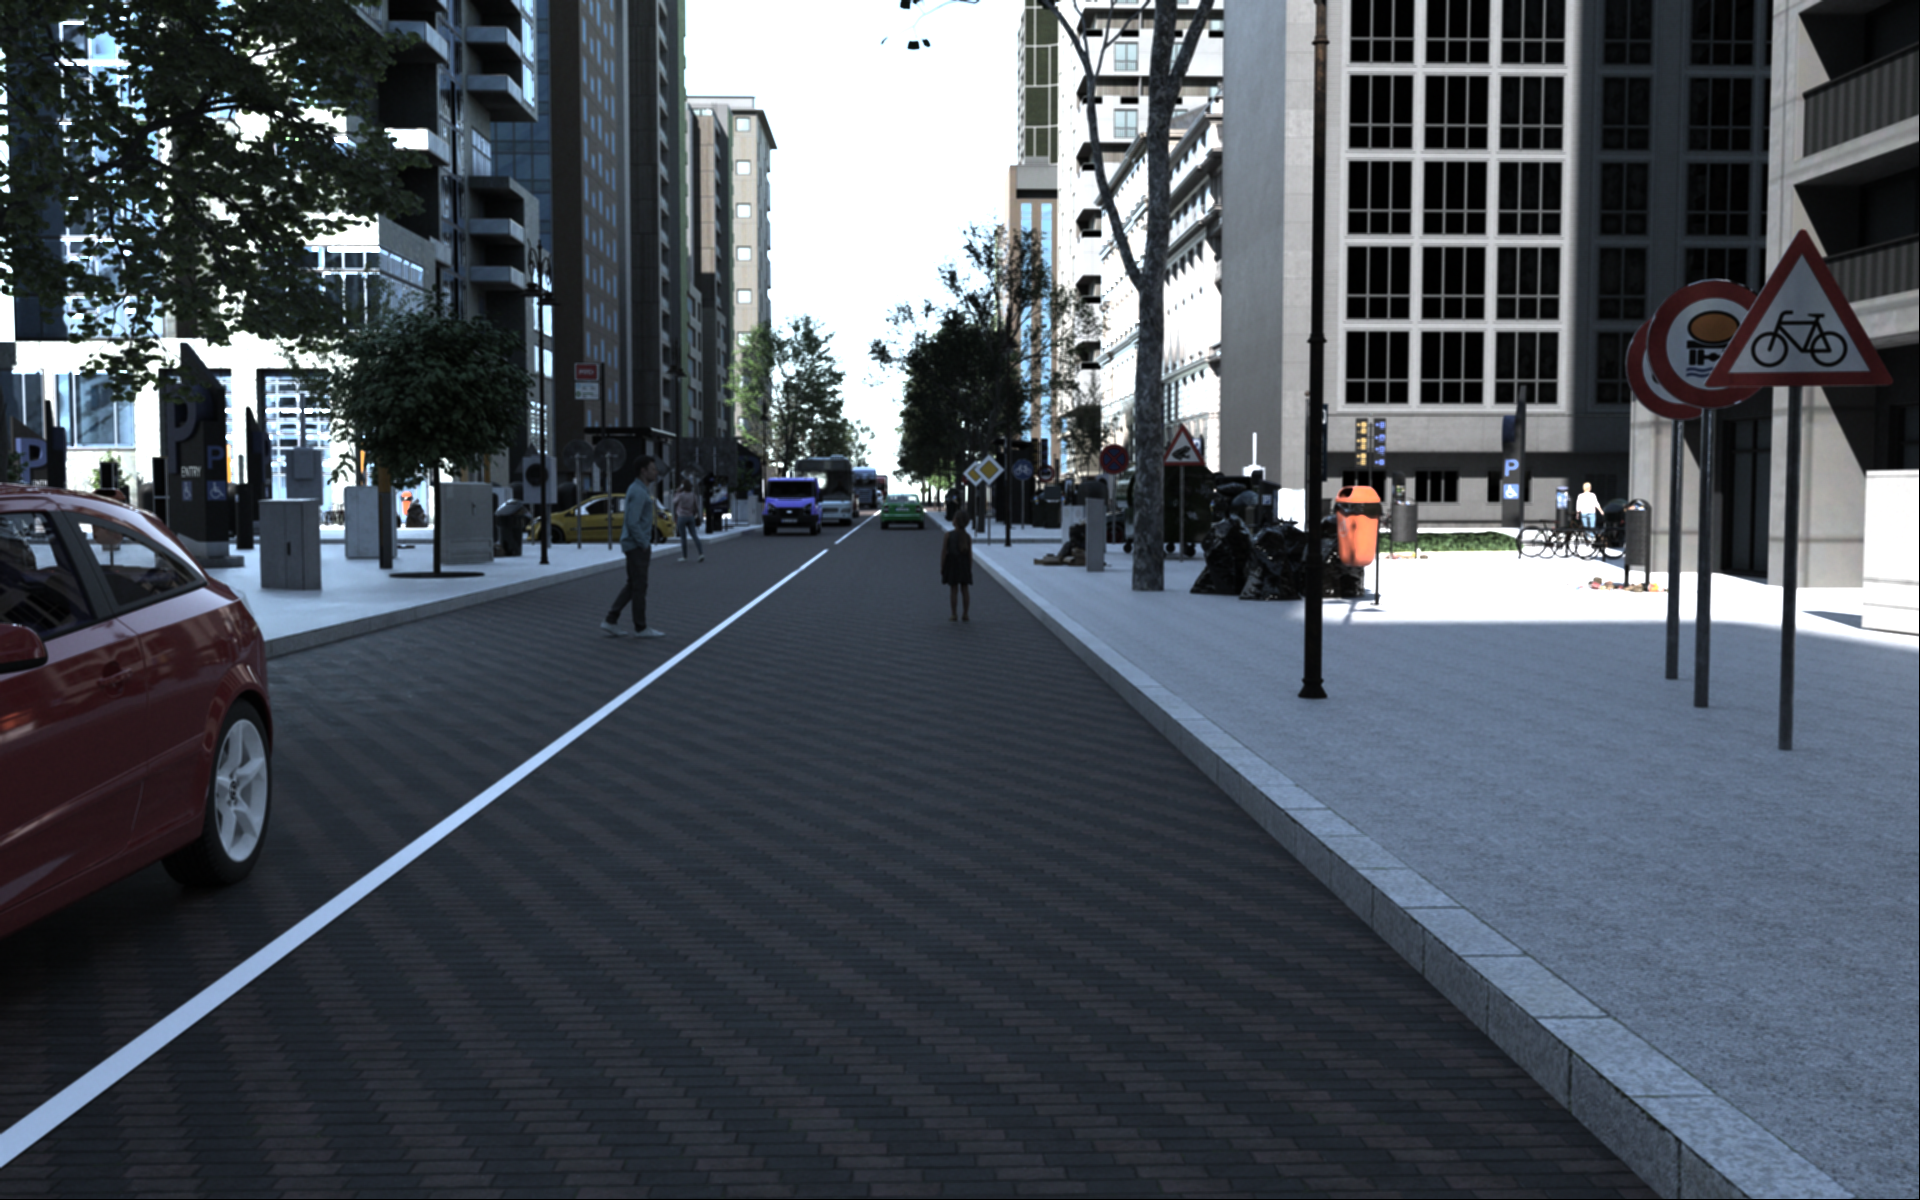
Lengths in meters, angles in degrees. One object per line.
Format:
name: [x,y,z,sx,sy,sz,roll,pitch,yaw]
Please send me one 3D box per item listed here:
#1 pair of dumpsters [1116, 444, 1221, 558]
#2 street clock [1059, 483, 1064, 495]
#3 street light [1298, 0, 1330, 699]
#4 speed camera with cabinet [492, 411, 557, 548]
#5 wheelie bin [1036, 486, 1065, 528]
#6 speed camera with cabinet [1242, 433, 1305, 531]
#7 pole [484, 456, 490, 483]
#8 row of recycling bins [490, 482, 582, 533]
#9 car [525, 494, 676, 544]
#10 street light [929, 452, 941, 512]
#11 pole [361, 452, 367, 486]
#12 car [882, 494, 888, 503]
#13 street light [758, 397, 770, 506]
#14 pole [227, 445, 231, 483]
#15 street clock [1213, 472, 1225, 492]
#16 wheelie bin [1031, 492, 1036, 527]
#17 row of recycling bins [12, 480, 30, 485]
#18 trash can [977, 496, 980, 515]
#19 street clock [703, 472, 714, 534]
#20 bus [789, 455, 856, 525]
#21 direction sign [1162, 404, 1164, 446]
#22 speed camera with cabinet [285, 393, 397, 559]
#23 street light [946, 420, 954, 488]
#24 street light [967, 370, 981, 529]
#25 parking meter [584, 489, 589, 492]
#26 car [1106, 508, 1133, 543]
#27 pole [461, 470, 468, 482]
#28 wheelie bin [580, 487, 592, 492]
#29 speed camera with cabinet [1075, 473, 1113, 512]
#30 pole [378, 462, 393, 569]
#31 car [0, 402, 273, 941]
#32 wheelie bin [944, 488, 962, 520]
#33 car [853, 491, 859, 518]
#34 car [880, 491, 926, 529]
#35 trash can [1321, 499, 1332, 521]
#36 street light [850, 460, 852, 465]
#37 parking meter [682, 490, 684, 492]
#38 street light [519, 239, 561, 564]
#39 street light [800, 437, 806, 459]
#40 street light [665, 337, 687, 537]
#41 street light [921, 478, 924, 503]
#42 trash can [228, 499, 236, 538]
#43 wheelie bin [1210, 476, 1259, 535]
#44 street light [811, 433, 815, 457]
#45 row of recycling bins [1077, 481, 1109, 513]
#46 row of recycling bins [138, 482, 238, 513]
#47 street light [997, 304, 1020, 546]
pair of dumpsters: [4.256,-2.028,35.658,1.574,2.255,4.437,0,4,-2]
street clock: [6.516,-6.575,112.063,0.358,2.002,0.471,-1,4,-21]
street light: [2.227,-2.323,10.762,0.468,5.910,1.993,0,4,-2]
speed camera with cabinet: [-10.648,-2.860,41.089,2.038,3.252,0.660,0,4,1]
wheelie bin: [3.438,-3.479,64.783,0.980,1.594,0.693,0,4,3]
speed camera with cabinet: [10.233,-3.790,56.298,2.038,3.252,0.660,0,4,2]
pole: [-13.721,-3.452,50.281,0.158,3.312,0.155,0,3,0]
row of recycling bins: [-14.403,-3.124,58.196,3.534,1.692,1.069,-2,4,-34]
car: [-9.719,-2.244,46.910,3.980,1.641,2.015,0,4,-3]
street light: [-2.004,-10.134,138.485,0.468,5.910,1.993,0,4,-2]
pole: [-21.720,-4.239,63.148,0.158,3.312,0.155,0,3,0]
car: [-5.537,-8.272,145.036,2.009,1.686,4.222,0,4,-2]
street light: [-9.336,-6.731,82.837,0.468,5.910,1.993,0,4,-2]
pole: [-30.127,-4.743,71.391,0.158,3.312,0.155,0,3,0]
street clock: [8.431,-3.193,56.768,0.471,2.002,0.358,-1,4,-23]
wheelie bin: [3.096,-3.625,67.169,0.693,1.594,0.980,0,4,2]
row of recycling bins: [-29.289,-2.710,51.414,1.069,1.692,3.534,2,4,34]
trash can: [0.915,-5.563,102.605,0.748,1.137,0.748,0,3,0]
street clock: [-8.125,-3.148,56.046,0.358,2.002,0.471,1,4,11]
bus: [-6.344,-5.318,81.809,2.948,3.499,13.247,0,4,-3]
direction sign: [4.759,-3.128,43.146,0.876,3.537,0.379,-3,5,-41]
speed camera with cabinet: [-12.242,-2.444,34.290,2.038,3.252,0.660,-1,4,-18]
street light: [-0.554,-7.438,94.403,0.468,5.910,1.993,0,4,-2]
street light: [0.503,-5.496,62.643,0.468,5.910,1.993,0,4,-2]
parking meter: [-19.571,-5.028,90.621,0.372,1.533,0.369,0,3,0]
car: [5.313,-2.267,46.855,4.222,1.686,2.009,0,3,0]
pole: [-15.050,-3.594,52.607,0.158,3.312,0.155,0,3,0]
wheelie bin: [-16.204,-3.995,73.224,0.980,1.594,0.693,1,4,11]
speed camera with cabinet: [6.025,-5.123,78.102,2.038,3.252,0.660,3,5,41]
pole: [-9.877,-2.193,29.704,0.158,3.312,0.155,0,3,0]
car: [-3.460,0.253,4.903,2.155,1.783,4.494,0,4,-3]
wheelie bin: [-0.340,-4.740,85.406,0.693,1.594,0.980,-2,4,-34]
car: [-7.312,-6.008,106.905,2.281,1.827,5.304,0,4,-1]
car: [-2.377,-3.868,72.038,1.959,1.807,4.718,0,4,-1]
trash can: [11.480,-2.656,55.081,0.748,1.137,0.748,0,3,0]
street light: [-13.395,-14.594,211.391,0.468,5.910,1.993,0,4,-2]
parking meter: [-13.192,-4.749,83.360,0.399,1.863,0.255,1,4,20]
street light: [-7.635,-3.599,31.631,0.468,5.910,1.993,0,4,-2]
street light: [-10.396,-8.663,114.435,0.468,5.910,1.993,0,4,-2]
street light: [-8.365,-4.800,51.268,0.468,5.910,1.993,0,4,-2]
street light: [-4.034,-14.018,201.987,0.468,5.910,1.993,0,4,-2]
trash can: [-21.532,-2.395,50.819,0.748,1.137,0.748,0,3,0]
wheelie bin: [4.824,-1.378,30.435,0.980,1.594,0.693,2,4,25]
street light: [-10.808,-9.475,127.697,0.468,5.910,1.993,0,4,-2]
row of recycling bins: [4.182,-2.906,54.620,1.069,1.692,3.534,0,4,4]
row of recycling bins: [-26.965,-3.283,60.783,3.534,1.692,1.069,0,4,-7]
street light: [1.177,-4.253,42.328,0.468,5.910,1.993,0,4,-2]
